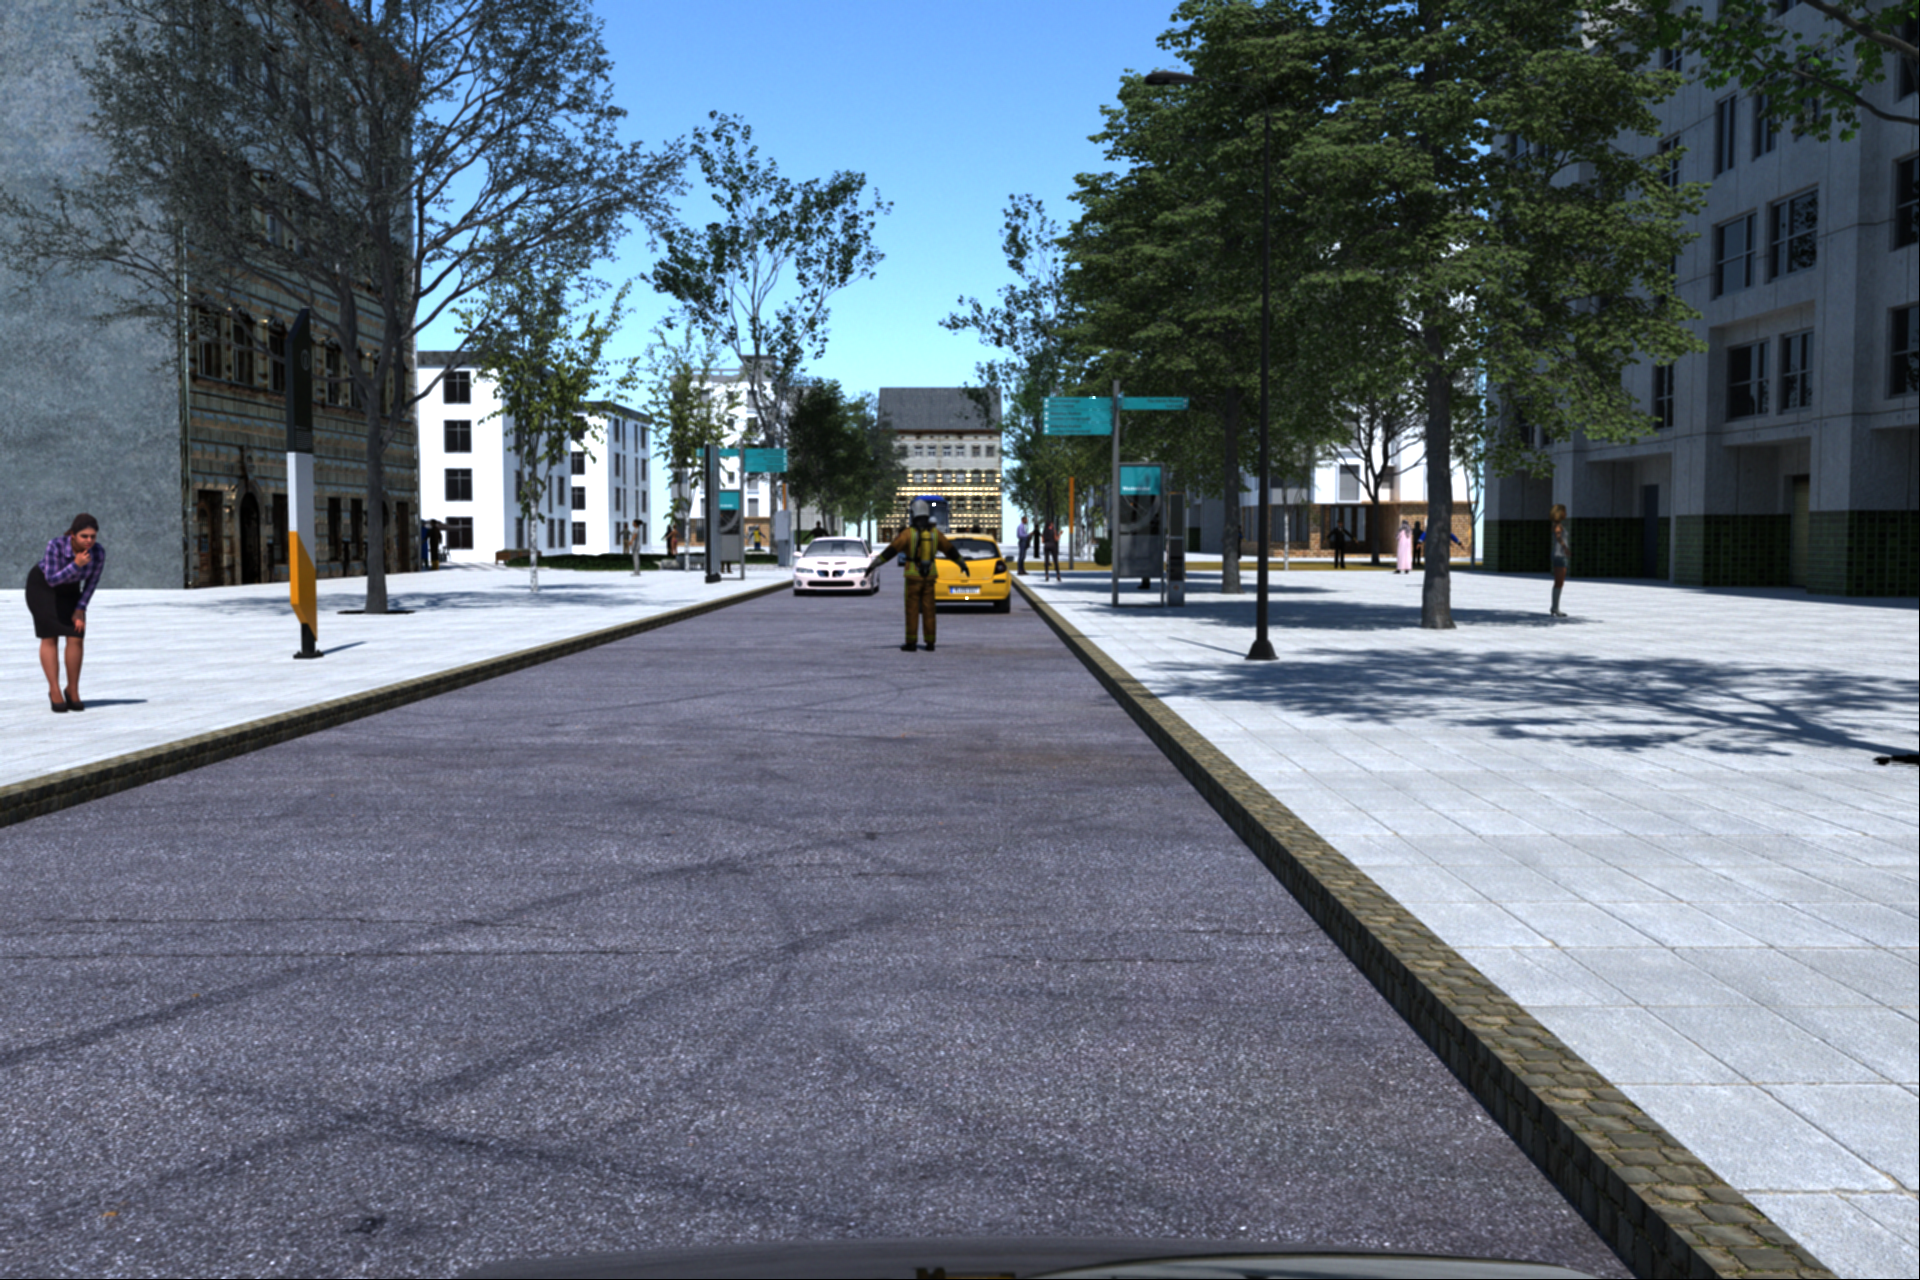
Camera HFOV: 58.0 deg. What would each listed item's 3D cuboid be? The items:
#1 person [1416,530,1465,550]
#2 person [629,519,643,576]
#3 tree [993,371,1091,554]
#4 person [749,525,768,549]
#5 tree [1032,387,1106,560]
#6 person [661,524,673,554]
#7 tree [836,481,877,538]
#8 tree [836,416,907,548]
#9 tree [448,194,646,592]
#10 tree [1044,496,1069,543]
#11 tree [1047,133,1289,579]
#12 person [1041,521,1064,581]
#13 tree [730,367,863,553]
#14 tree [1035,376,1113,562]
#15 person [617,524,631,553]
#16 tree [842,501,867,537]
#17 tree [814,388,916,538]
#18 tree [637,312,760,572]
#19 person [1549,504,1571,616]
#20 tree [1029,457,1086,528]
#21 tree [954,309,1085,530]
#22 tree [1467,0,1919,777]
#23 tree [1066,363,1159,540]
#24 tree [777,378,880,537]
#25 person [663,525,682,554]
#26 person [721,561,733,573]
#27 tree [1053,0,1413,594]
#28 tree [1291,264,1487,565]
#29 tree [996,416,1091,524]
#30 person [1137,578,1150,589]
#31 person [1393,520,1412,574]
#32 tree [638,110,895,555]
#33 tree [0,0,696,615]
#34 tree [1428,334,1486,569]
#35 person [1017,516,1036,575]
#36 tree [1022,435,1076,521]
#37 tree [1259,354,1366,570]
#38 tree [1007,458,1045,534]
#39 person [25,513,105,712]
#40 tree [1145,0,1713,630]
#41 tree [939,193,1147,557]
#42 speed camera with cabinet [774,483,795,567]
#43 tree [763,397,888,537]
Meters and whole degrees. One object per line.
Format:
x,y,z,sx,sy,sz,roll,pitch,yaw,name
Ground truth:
11.700,-2.223,42.326,1.345,1.831,0.704,-1,4,-18,person
-10.011,-2.833,53.088,0.721,1.739,1.217,0,4,-3,person
5.827,-11.272,110.052,9.928,11.665,9.643,0,3,0,tree
-10.906,-5.328,93.578,1.216,1.772,0.721,2,4,27,person
6.240,-8.318,86.353,4.360,8.622,3.978,0,3,0,tree
-16.855,-5.785,100.371,0.705,1.856,1.354,-3,5,-44,person
-9.023,-12.682,157.706,4.360,8.622,3.978,0,3,0,tree
-8.769,-15.093,164.892,7.486,12.596,7.792,0,3,0,tree
-9.266,-5.381,38.342,4.737,8.622,4.395,0,3,0,tree
14.266,-18.385,250.960,4.737,8.622,4.395,0,3,0,tree
5.982,-7.978,48.565,7.486,12.596,7.792,0,3,0,tree
2.505,-2.415,47.004,0.593,1.643,0.415,-2,4,-23,person
-9.160,-9.868,95.749,8.767,10.594,7.601,2,4,28,tree
5.828,-7.921,79.867,4.737,8.622,4.395,0,3,0,tree
-17.688,-5.238,91.909,1.348,1.796,0.705,1,4,23,person
-16.661,-20.582,254.636,7.486,12.596,7.792,0,3,0,tree
-8.378,-14.358,145.127,12.009,13.543,11.850,0,3,0,tree
-9.103,-6.623,58.646,4.737,8.622,4.395,0,3,0,tree
9.445,-1.251,27.073,0.721,1.753,1.214,1,4,16,person
14.432,-21.524,258.570,9.857,13.997,8.962,0,3,0,tree
5.697,-17.911,148.729,12.611,20.169,13.585,0,3,0,tree
5.784,-5.096,9.074,9.928,11.665,9.643,0,3,0,tree
6.033,-7.586,74.397,4.360,8.622,3.978,0,3,0,tree
-9.656,-12.756,126.694,7.486,12.596,7.792,0,3,0,tree
-13.603,-4.605,82.093,0.721,1.733,1.217,2,4,32,person
-7.623,-3.056,56.735,1.217,1.736,0.721,-3,5,-42,person
5.709,-7.238,36.462,7.486,12.596,7.792,0,3,0,tree
17.277,-9.877,71.864,12.009,13.543,11.850,0,3,0,tree
6.240,-11.962,129.997,7.601,10.594,8.767,0,4,-8,tree
4.291,-2.113,40.419,0.704,1.845,1.351,0,4,1,person
14.416,-3.027,56.197,0.551,1.740,0.621,-2,4,-35,person
-10.141,-13.733,80.418,12.611,20.169,13.585,0,3,0,tree
-9.383,-7.173,27.645,12.009,13.543,11.850,0,3,0,tree
18.646,-6.887,62.960,4.360,8.622,3.978,0,3,0,tree
2.076,-2.935,53.903,0.599,1.838,0.709,1,4,10,person
6.490,-10.473,121.588,4.737,8.622,4.395,0,3,0,tree
11.480,-6.810,61.707,4.360,8.622,3.978,0,3,0,tree
6.246,-12.885,161.023,4.737,8.622,4.395,0,3,0,tree
-6.392,-0.194,12.443,0.697,1.427,0.421,3,4,36,person
6.068,-6.429,23.245,7.486,12.596,7.792,0,3,0,tree
5.378,-14.797,97.826,12.611,20.169,13.585,0,3,0,tree
-6.884,-4.502,67.944,0.660,3.252,2.038,0,4,1,speed camera with cabinet
-8.748,-10.856,111.906,8.767,10.594,7.601,-2,4,-27,tree
